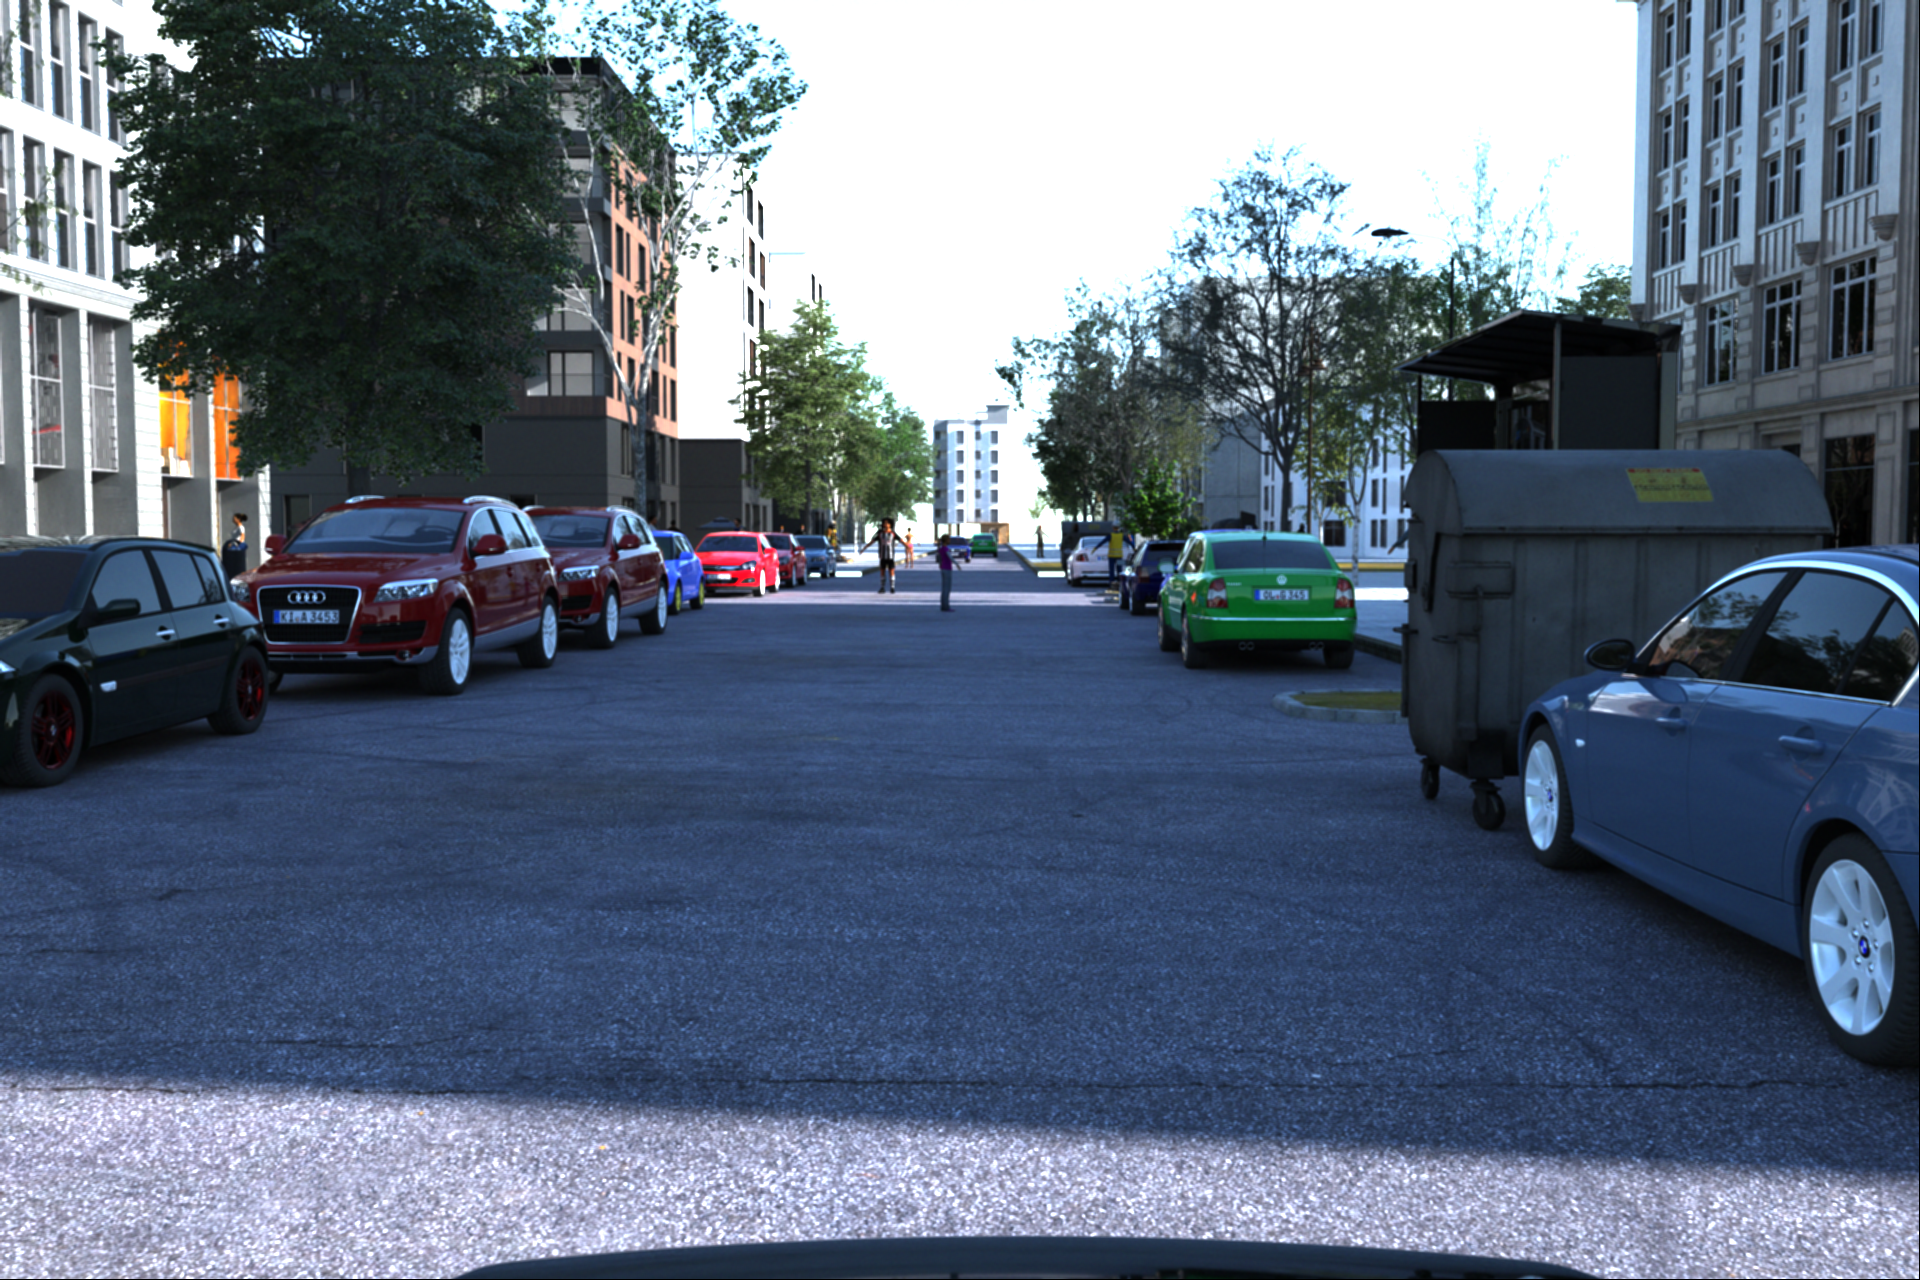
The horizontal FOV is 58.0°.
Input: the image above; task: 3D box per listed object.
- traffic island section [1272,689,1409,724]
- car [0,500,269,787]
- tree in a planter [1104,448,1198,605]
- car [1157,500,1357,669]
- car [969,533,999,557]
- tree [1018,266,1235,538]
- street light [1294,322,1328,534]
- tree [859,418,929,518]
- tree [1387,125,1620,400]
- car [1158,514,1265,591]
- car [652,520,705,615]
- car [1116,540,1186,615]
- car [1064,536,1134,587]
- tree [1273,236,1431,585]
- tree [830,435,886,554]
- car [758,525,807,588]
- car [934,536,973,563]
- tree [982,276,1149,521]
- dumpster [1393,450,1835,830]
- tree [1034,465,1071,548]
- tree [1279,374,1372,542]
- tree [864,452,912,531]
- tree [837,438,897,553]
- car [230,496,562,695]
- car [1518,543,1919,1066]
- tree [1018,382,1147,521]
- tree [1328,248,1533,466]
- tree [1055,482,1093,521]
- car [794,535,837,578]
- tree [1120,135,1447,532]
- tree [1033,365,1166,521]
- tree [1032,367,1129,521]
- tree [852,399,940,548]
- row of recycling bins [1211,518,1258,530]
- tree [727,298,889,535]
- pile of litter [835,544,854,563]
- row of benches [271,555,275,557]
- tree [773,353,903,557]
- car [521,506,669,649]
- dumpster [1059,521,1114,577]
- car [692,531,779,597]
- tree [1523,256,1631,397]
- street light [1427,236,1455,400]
[{"bbox_3d":[3.593,0.539,14.056,1.991,0.108,1.994,0,4,1],"label":"traffic island section"},{"bbox_3d":[-5.951,-0.077,11.044,2.009,1.686,4.222,0,4,1],"label":"car"},{"bbox_3d":[4.016,-2.374,36.034,1.991,3.239,1.994,0,4,2],"label":"tree in a planter"},{"bbox_3d":[3.299,-0.673,19.794,1.959,1.807,4.718,0,4,1],"label":"car"},{"bbox_3d":[1.453,-6.076,108.139,1.959,1.807,4.718,0,4,1],"label":"car"},{"bbox_3d":[7.717,-10.368,79.879,12.009,13.543,11.850,0,3,0],"label":"tree"},{"bbox_3d":[7.669,-3.986,37.963,0.468,5.910,1.993,0,4,1],"label":"street light"},{"bbox_3d":[-6.324,-14.020,154.987,9.928,11.665,9.643,0,3,0],"label":"tree"},{"bbox_3d":[10.053,-4.977,31.734,4.360,8.622,3.978,0,3,0],"label":"tree"},{"bbox_3d":[3.824,-0.916,24.566,1.945,1.707,3.694,0,4,0],"label":"car"},{"bbox_3d":[-5.781,-1.356,31.769,1.945,1.707,3.694,0,4,1],"label":"car"},{"bbox_3d":[3.883,-1.179,31.849,1.945,1.354,3.894,0,4,1],"label":"car"},{"bbox_3d":[3.966,-2.196,48.261,2.083,1.381,4.827,0,4,1],"label":"car"},{"bbox_3d":[9.838,-5.656,42.831,4.360,8.622,3.978,0,3,0],"label":"tree"},{"bbox_3d":[-6.772,-9.850,111.406,4.360,8.622,3.978,0,3,0],"label":"tree"},{"bbox_3d":[-5.253,-2.339,47.282,2.155,1.783,4.494,0,4,1],"label":"car"},{"bbox_3d":[-0.322,-4.592,87.663,1.945,1.354,3.894,0,4,1],"label":"car"},{"bbox_3d":[7.990,-16.758,129.878,12.611,20.169,13.585,0,3,0],"label":"tree"},{"bbox_3d":[3.254,-0.038,8.838,1.865,1.857,1.264,0,4,0],"label":"dumpster"},{"bbox_3d":[8.961,-12.855,160.547,4.737,8.622,4.395,0,3,0],"label":"tree"},{"bbox_3d":[15.045,-7.434,71.916,4.737,8.622,4.395,0,3,0],"label":"tree"},{"bbox_3d":[-6.311,-12.046,147.311,4.737,8.622,4.395,0,3,0],"label":"tree"},{"bbox_3d":[-6.724,-10.314,119.002,4.737,8.622,4.395,0,3,0],"label":"tree"},{"bbox_3d":[-5.423,-0.514,17.083,2.281,1.827,5.304,0,4,1],"label":"car"},{"bbox_3d":[3.318,0.371,5.933,2.014,1.417,4.499,0,4,2],"label":"car"},{"bbox_3d":[7.950,-10.303,102.862,8.767,10.594,7.601,-1,4,-21],"label":"tree"},{"bbox_3d":[17.276,-8.426,63.519,9.928,11.665,9.643,0,3,0],"label":"tree"},{"bbox_3d":[9.412,-12.173,149.386,4.737,8.622,4.395,0,3,0],"label":"tree"},{"bbox_3d":[-5.097,-2.778,57.427,2.014,1.417,4.499,0,4,1],"label":"car"},{"bbox_3d":[10.023,-8.741,53.287,12.009,13.543,11.850,0,3,0],"label":"tree"},{"bbox_3d":[7.602,-9.641,92.043,8.767,10.594,7.601,1,4,21],"label":"tree"},{"bbox_3d":[8.496,-12.162,116.976,7.486,12.596,7.792,0,3,0],"label":"tree"},{"bbox_3d":[-6.330,-15.771,164.509,9.857,13.997,8.962,0,3,0],"label":"tree"},{"bbox_3d":[7.229,-2.380,46.032,1.069,1.692,3.534,0,4,1],"label":"row of recycling bins"},{"bbox_3d":[-7.264,-10.093,83.151,7.486,12.596,7.792,0,3,0],"label":"tree"},{"bbox_3d":[-5.378,-3.948,78.518,1.176,0.858,1.719,0,4,1],"label":"pile of litter"},{"bbox_3d":[-27.216,-3.008,64.650,4.104,0.672,1.422,0,4,-8],"label":"row of benches"},{"bbox_3d":[-6.996,-10.543,98.138,9.928,11.665,9.643,0,3,0],"label":"tree"},{"bbox_3d":[-5.293,-0.894,23.297,2.281,1.827,5.304,0,4,2],"label":"car"},{"bbox_3d":[4.236,-3.000,57.264,1.865,1.857,1.264,0,4,1],"label":"dumpster"},{"bbox_3d":[-5.348,-1.942,40.791,2.155,1.783,4.494,0,4,1],"label":"car"},{"bbox_3d":[29.223,-10.417,76.981,9.857,13.997,8.962,0,3,0],"label":"tree"},{"bbox_3d":[8.017,-3.295,26.418,1.470,5.913,1.316,0,4,1],"label":"street light"}]
